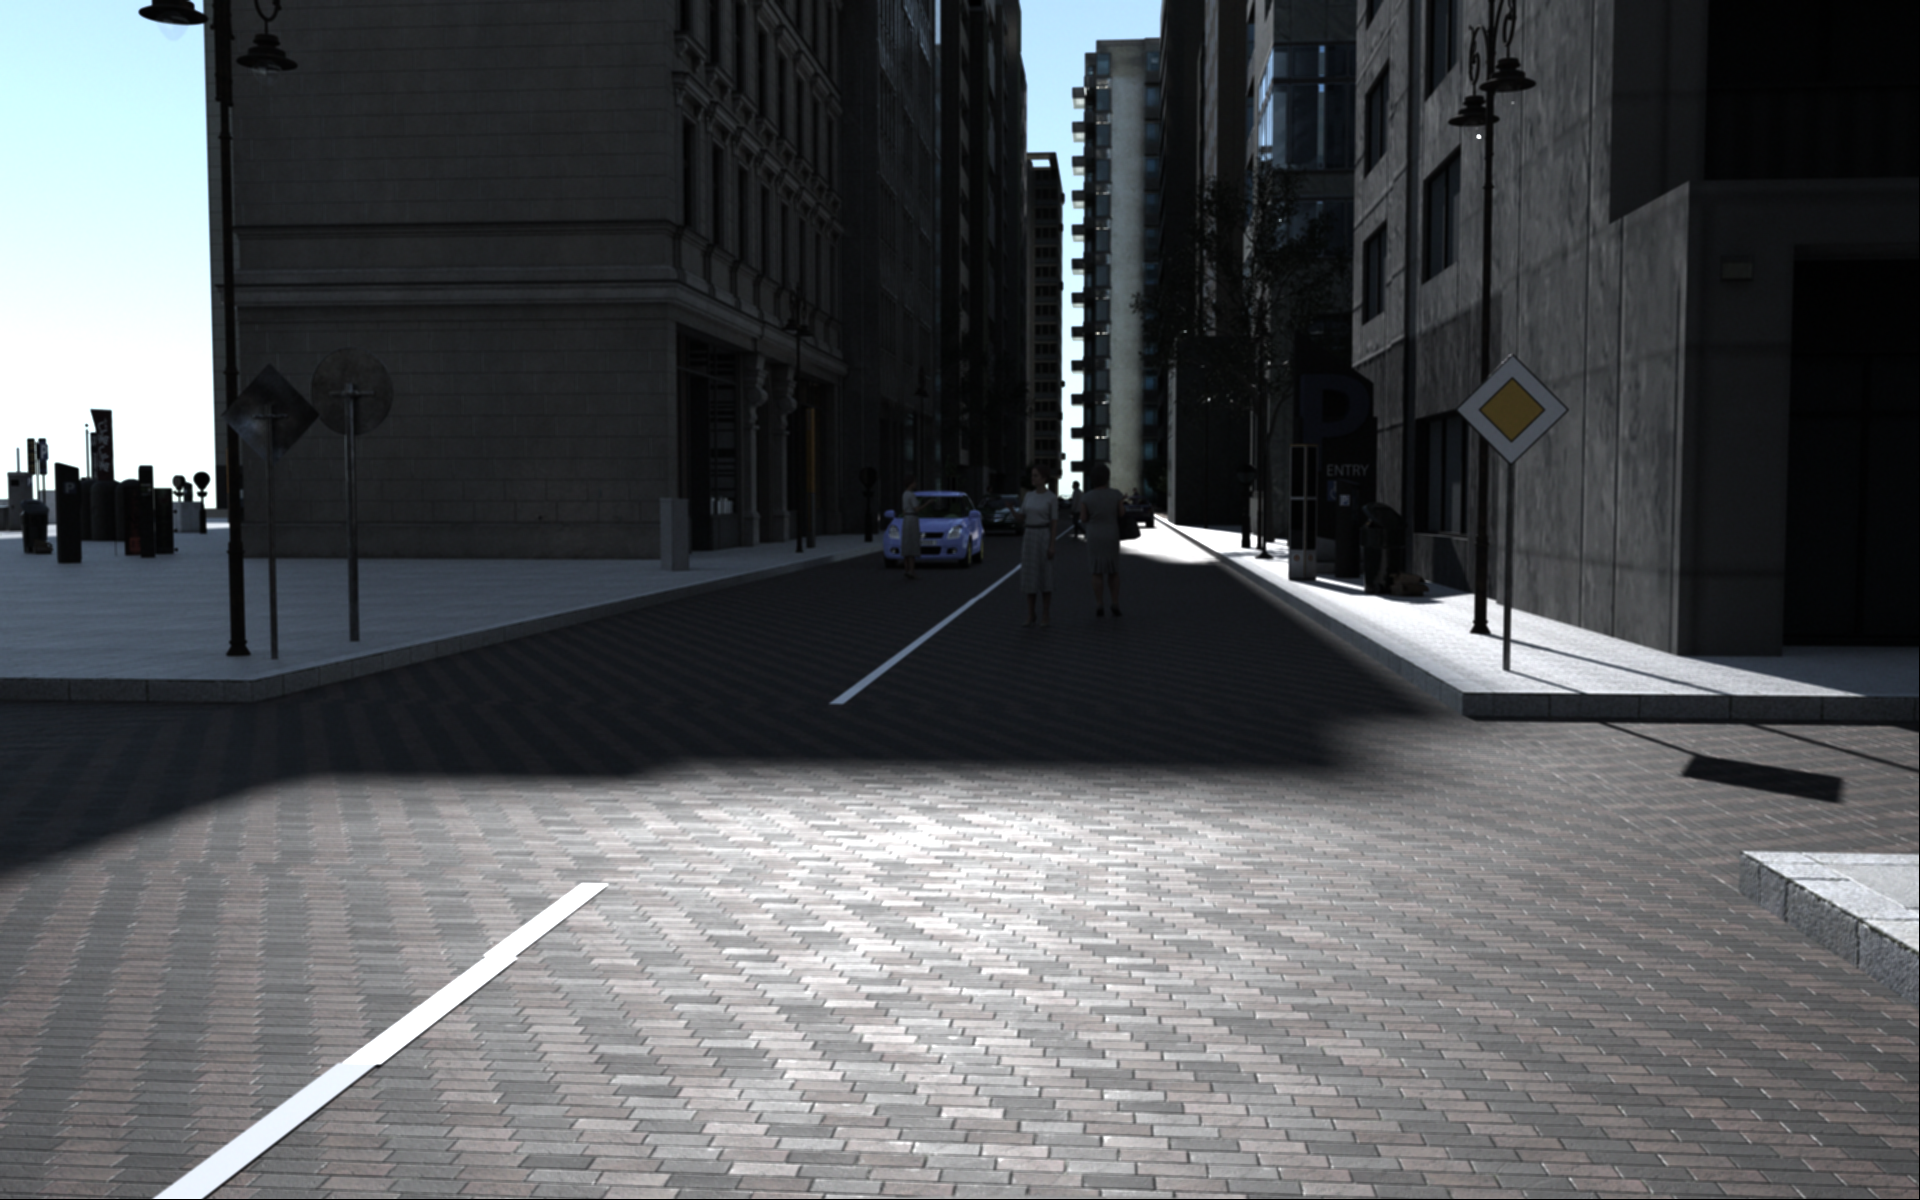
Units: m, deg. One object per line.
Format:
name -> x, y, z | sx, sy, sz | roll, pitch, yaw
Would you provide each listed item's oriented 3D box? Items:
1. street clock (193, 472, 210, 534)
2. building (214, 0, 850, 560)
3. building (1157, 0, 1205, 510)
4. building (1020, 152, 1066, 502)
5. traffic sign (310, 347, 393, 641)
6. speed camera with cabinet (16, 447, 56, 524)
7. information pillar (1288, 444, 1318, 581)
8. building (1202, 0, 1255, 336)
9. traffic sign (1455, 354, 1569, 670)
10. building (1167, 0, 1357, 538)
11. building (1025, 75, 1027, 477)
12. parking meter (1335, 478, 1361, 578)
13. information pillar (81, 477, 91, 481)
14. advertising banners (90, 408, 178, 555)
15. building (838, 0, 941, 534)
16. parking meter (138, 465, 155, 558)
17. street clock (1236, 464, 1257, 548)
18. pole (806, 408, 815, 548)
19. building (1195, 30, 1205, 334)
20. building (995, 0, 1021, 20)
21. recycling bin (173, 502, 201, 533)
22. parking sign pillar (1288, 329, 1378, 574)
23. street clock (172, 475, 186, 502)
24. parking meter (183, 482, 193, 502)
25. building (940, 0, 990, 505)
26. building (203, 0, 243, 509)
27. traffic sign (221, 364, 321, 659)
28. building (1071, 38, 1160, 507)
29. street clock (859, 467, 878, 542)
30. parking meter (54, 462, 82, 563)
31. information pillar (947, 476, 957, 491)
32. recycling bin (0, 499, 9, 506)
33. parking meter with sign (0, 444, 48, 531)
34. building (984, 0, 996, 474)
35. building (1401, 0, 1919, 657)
street clock -> -24.564, -3.155, 56.153 | 0.471, 2.002, 0.358 | -2, 4, -34
building -> -9.927, -11.261, 35.034 | 10.553, 20.767, 40.483 | 0, 4, 5
building -> 28.101, -32.147, 149.300 | 21.300, 48.544, 21.600 | 0, 4, 5
building -> -0.747, -30.371, 188.442 | 23.993, 40.220, 32.217 | 0, 4, 5
traffic sign -> -5.287, -0.914, 15.044 | 0.768, 2.556, 0.104 | 1, 4, 9
speed camera with cabinet -> -39.448, -4.874, 74.021 | 2.038, 3.252, 0.660 | -2, 4, -32
information pillar -> 5.100, -1.299, 25.738 | 0.304, 2.012, 0.304 | -3, 5, -43
building -> 20.941, -27.315, 96.719 | 14.600, 45.320, 14.200 | 0, 4, 5
traffic sign -> 3.977, -0.545, 12.552 | 0.795, 2.450, 0.064 | 0, 4, 5
building -> 19.488, -45.859, 62.459 | 22.319, 86.520, 31.000 | 0, 4, 5
building -> -1.106, -28.868, 155.582 | 14.086, 41.232, 14.154 | 0, 4, 5
parking meter -> 5.944, -1.108, 26.526 | 0.372, 1.533, 0.369 | 0, 3, 0
information pillar -> -38.038, -4.338, 75.426 | 0.304, 2.012, 0.304 | 0, 4, 7
advertising banners -> -17.350, -2.459, 36.400 | 0.090, 3.025, 2.074 | 2, 4, 24
building -> -7.704, -15.105, 64.985 | 12.078, 24.808, 19.932 | 0, 4, 5
parking meter -> -16.448, -1.793, 35.033 | 0.255, 1.863, 0.399 | -1, 4, -22
street clock -> 6.854, -2.256, 41.453 | 0.471, 2.002, 0.358 | 1, 4, 21
pole -> -3.549, -2.893, 41.143 | 0.158, 3.312, 0.155 | 0, 3, 0
building -> 22.128, -20.768, 111.250 | 14.160, 30.474, 14.107 | 0, 4, 5
building -> -2.537, -27.802, 138.156 | 14.154, 41.232, 14.086 | 0, 4, 5
recycling bin -> -25.902, -2.779, 57.994 | 0.722, 1.027, 0.722 | 3, 5, 41
parking sign pillar -> 6.123, -2.436, 28.302 | 1.447, 3.967, 1.447 | 0, 4, -2
street clock -> -30.041, -3.798, 66.669 | 0.471, 2.002, 0.358 | 2, 4, 28
parking meter -> -37.305, -4.772, 83.730 | 0.399, 1.863, 0.255 | 2, 4, 27
building -> -5.865, -19.838, 96.053 | 14.160, 30.474, 14.107 | 0, 4, 5
building -> -53.171, -43.946, 156.764 | 20.611, 71.187, 20.563 | 0, 4, 5
traffic sign -> -5.328, -0.597, 13.407 | 0.795, 2.450, 0.064 | 0, 4, 5
building -> 27.093, -34.408, 182.171 | 30.456, 49.044, 23.786 | 0, 4, 5
street clock -> -2.453, -2.560, 46.432 | 0.471, 2.002, 0.358 | -1, 4, -11
parking meter -> -16.580, -1.622, 32.229 | 0.399, 1.863, 0.255 | -3, 5, -45
information pillar -> -0.334, -4.009, 70.040 | 0.304, 2.012, 0.304 | -2, 4, -32
recycling bin -> -47.709, -4.540, 86.775 | 0.722, 1.027, 0.722 | 2, 4, 27
parking meter with sign -> -32.737, -3.920, 60.346 | 1.738, 3.016, 0.543 | 0, 4, 1
building -> -11.743, -32.328, 117.795 | 28.713, 52.752, 27.495 | 0, 4, 5
building -> 16.863, -35.629, 20.782 | 20.611, 71.187, 20.563 | 0, 4, 5
